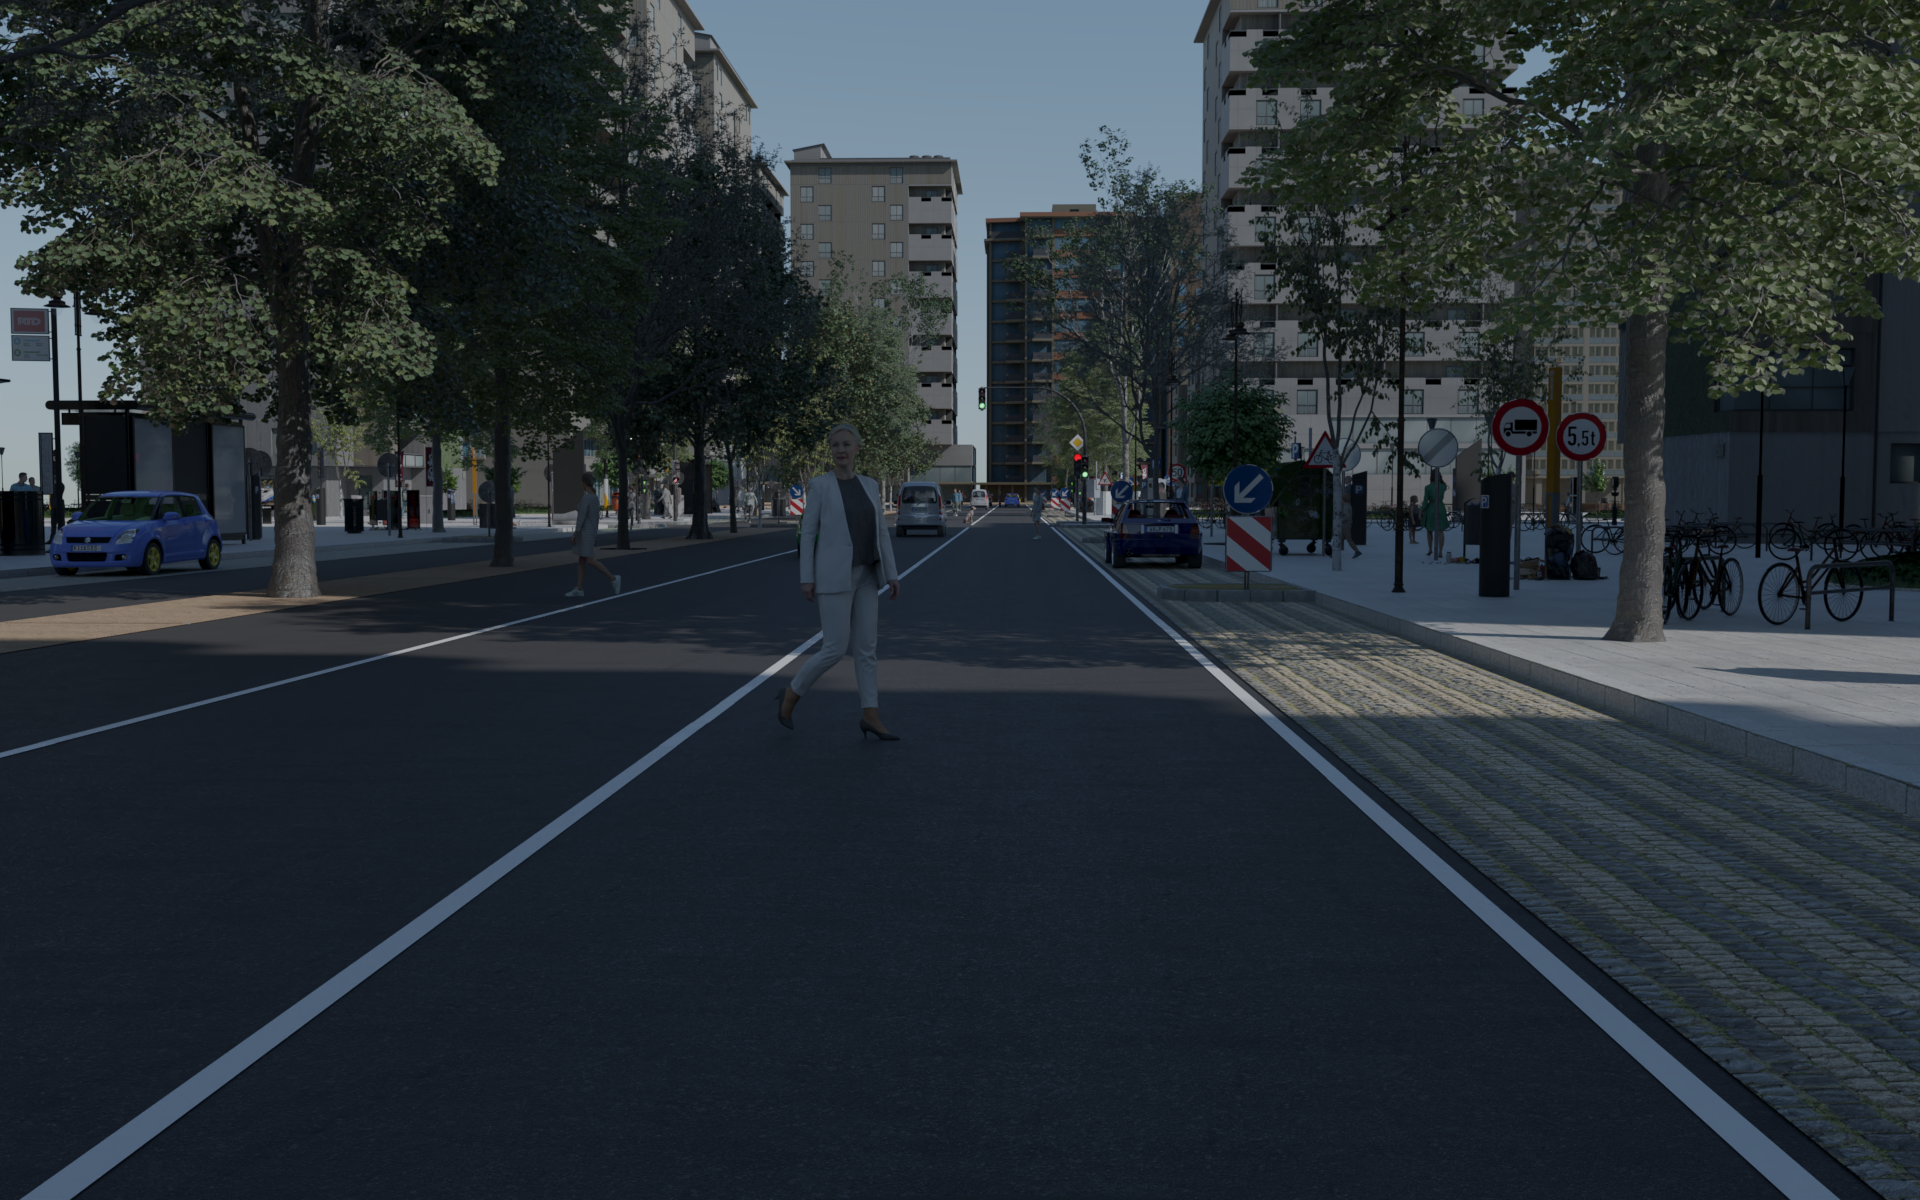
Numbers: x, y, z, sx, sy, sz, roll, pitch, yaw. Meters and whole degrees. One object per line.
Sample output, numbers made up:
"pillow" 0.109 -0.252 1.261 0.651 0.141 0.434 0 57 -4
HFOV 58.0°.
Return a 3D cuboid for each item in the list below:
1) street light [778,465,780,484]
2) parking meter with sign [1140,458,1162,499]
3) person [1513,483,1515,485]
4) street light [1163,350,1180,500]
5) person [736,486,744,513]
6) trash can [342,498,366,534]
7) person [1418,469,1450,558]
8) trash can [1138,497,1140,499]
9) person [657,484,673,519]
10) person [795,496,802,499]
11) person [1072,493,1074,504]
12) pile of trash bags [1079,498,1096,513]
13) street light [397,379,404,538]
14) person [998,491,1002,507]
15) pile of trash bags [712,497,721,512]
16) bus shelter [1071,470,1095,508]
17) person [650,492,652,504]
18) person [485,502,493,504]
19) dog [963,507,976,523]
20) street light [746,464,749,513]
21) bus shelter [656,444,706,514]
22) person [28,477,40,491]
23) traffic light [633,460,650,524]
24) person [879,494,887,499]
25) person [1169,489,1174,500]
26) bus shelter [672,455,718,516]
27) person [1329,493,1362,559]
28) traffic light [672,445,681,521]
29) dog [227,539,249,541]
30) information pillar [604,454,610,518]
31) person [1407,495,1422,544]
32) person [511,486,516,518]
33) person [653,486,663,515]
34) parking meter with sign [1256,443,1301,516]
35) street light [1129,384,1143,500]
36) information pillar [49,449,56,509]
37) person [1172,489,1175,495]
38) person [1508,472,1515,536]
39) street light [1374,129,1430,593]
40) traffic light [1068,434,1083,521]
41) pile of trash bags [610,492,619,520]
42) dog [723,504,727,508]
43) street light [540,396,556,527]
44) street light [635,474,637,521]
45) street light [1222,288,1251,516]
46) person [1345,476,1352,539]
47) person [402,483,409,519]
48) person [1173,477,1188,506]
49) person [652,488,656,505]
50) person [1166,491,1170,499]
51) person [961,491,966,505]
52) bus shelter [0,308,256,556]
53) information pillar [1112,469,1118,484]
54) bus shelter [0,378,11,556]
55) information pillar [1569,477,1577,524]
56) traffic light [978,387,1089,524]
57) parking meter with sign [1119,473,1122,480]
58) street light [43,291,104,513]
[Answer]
"street light" -13.980 -9.841 133.688 0.468 5.910 1.993 0 4 2
"parking meter with sign" 8.893 -5.268 82.391 0.543 3.016 1.738 3 4 38
"person" 27.142 -4.810 84.874 0.511 1.800 0.466 -1 4 -11
"street light" 6.771 -5.060 55.513 0.468 5.910 1.993 0 4 2
"person" -15.086 -6.954 119.613 0.818 1.842 0.514 0 4 7
"trash can" -19.742 -2.738 56.424 0.748 1.137 0.748 0 3 0
"person" 9.638 -1.764 35.136 0.600 1.795 0.529 0 4 -7
"trash can" 10.553 -5.369 99.440 0.748 1.137 0.748 0 3 0
"person" -15.183 -5.085 89.454 0.850 1.792 0.678 2 4 24
"person" -20.123 -12.663 213.599 1.217 1.766 0.721 1 4 9
"person" 14.431 -12.886 217.260 0.750 1.759 0.617 -1 4 -12
"pile of trash bags" 9.133 -6.744 120.015 1.912 1.369 3.447 -1 4 -8
"street light" -16.384 -4.755 50.532 0.468 5.910 1.993 0 4 2
"person" 4.566 -11.381 195.136 0.434 1.755 0.990 -1 4 -21
"pile of trash bags" -18.154 -6.737 119.909 1.912 1.369 3.447 2 4 28
"bus shelter" 9.766 -8.667 135.629 2.014 3.302 5.546 0 4 2
"person" -26.314 -8.580 146.500 0.592 1.802 0.473 -2 4 -28
"person" -24.099 -5.060 88.957 0.709 1.800 0.728 -2 4 -31
"dog" 0.342 -4.211 85.679 0.800 0.831 0.513 2 4 28
"street light" -14.378 -8.823 117.050 0.468 5.910 1.993 0 4 2
"bus shelter" -18.418 -8.281 113.032 2.179 5.291 8.768 0 4 2
"person" -28.645 -2.891 53.418 0.635 1.810 0.391 -3 4 -38
"traffic light" -13.704 -5.199 73.917 0.839 4.253 0.868 0 4 2
"person" -7.502 -9.527 164.991 1.217 1.736 0.721 -2 4 -26
"person" 23.023 -11.118 187.788 0.705 1.831 1.348 -1 4 -13
"bus shelter" -16.281 -7.049 106.529 1.731 3.624 6.357 0 4 2
"person" 7.676 -1.474 34.422 0.640 1.303 0.475 0 4 5
"traffic light" -11.361 -6.557 81.868 4.771 5.953 1.251 0 4 2
"dog" -20.044 -1.842 47.850 0.748 0.427 0.550 0 4 -4
"information pillar" -19.268 -6.297 94.306 0.183 3.616 0.504 0 4 6
"person" 11.735 -2.075 44.633 0.362 1.253 0.373 -3 5 -41
"person" -24.425 -5.365 93.933 0.590 1.801 0.661 -1 4 -10
"person" -18.447 -6.097 105.902 0.590 1.801 0.661 2 4 25
"parking meter with sign" 10.639 -3.817 58.676 1.738 3.016 0.543 -1 4 -17
"street light" 7.367 -6.105 72.609 0.468 5.910 1.993 0 4 2
"information pillar" -45.641 -5.864 87.229 0.504 3.616 0.183 0 4 0
"person" 21.443 -10.158 172.263 1.348 1.807 0.705 -1 4 -22
"person" 12.147 -1.963 38.480 0.599 1.781 0.374 1 4 11
"street light" 5.724 -3.036 22.428 0.468 5.910 1.993 0 4 2
"traffic light" 5.498 -5.652 81.323 0.839 4.253 0.868 0 4 2
"pile of trash bags" -17.988 -4.522 83.694 3.447 1.369 1.912 0 4 -6
"dog" -21.194 -8.500 156.708 0.550 0.427 0.748 0 4 -2
"street light" -15.940 -5.765 67.051 0.468 5.910 1.993 0 4 2
"street light" -15.484 -6.728 82.790 0.468 5.910 1.993 0 4 2
"street light" 6.203 -4.050 38.997 0.468 5.910 1.993 0 4 2
"person" 10.843 -2.601 48.752 0.590 1.801 0.661 0 4 1
"person" -27.909 -4.971 87.301 0.794 1.824 0.713 3 5 45
"person" 6.891 -2.922 53.842 0.654 1.822 0.581 -3 5 -40
"person" -25.480 -8.506 145.144 0.581 1.822 0.654 0 4 -3
"person" 25.564 -12.529 211.685 1.217 1.735 0.721 -1 4 -10
"person" 0.262 -13.039 221.621 0.705 1.831 1.348 -3 5 -43
"bus shelter" -19.267 -3.818 40.063 2.179 5.291 8.768 0 4 2
"information pillar" 12.237 -8.918 137.162 0.504 3.616 0.183 2 4 35
"bus shelter" -20.416 -2.525 32.571 1.731 3.624 6.357 0 4 2
"information pillar" 25.986 -4.205 73.242 0.304 2.012 0.304 0 4 -1
"traffic light" 3.155 -6.030 73.266 4.771 5.953 1.251 0 4 2
"parking meter with sign" 13.445 -8.588 136.668 1.738 3.016 0.543 3 5 41
"street light" -16.991 -3.711 33.460 0.468 5.910 1.993 0 4 2
